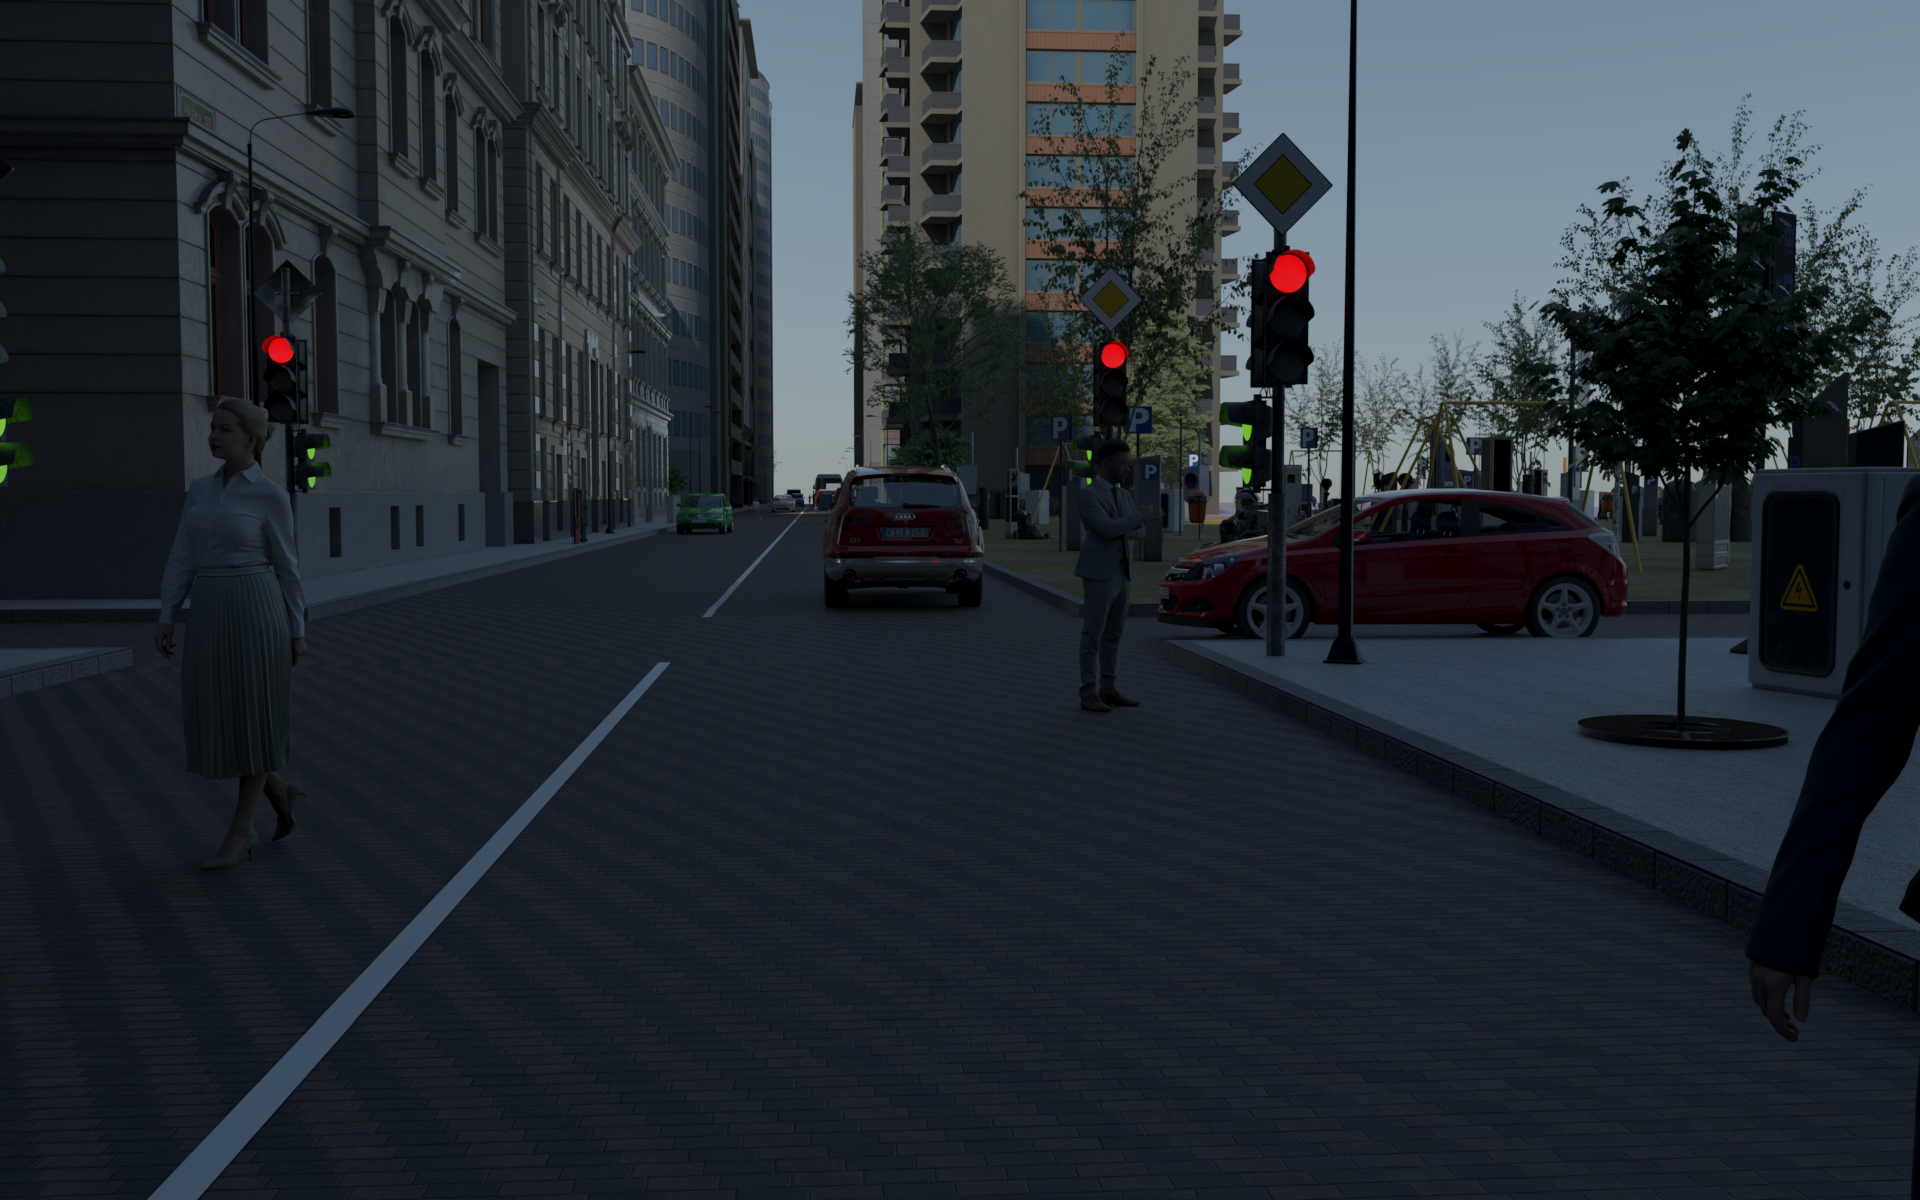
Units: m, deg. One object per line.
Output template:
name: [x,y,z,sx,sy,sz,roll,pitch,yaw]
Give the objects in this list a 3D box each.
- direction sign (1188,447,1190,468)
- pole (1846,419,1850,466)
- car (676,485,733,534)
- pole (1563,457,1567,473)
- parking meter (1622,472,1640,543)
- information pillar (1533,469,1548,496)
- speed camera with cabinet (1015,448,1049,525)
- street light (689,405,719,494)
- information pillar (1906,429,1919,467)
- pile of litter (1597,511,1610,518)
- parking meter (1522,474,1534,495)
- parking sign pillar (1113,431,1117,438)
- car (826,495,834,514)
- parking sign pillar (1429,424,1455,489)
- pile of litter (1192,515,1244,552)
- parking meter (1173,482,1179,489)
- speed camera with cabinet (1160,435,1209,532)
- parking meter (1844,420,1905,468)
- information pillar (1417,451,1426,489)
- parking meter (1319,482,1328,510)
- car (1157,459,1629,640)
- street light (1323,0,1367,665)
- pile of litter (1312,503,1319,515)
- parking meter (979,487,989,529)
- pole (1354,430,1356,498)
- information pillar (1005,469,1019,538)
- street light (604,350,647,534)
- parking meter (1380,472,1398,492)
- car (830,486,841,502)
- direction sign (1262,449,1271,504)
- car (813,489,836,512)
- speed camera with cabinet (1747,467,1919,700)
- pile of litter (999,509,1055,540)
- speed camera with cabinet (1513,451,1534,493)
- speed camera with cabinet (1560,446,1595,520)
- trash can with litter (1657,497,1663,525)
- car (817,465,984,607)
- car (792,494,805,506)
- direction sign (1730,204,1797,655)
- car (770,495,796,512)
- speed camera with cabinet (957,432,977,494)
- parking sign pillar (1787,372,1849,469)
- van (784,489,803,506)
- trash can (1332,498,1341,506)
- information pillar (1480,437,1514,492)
direction sign: [10.966,-5.572,83.104,0.379,3.537,0.876,0,4,3]
pole: [23.934,-3.242,46.846,0.158,3.312,0.155,0,3,0]
car: [-9.324,-3.339,63.391,1.959,1.807,4.718,0,4,-3]
pole: [33.440,-6.235,95.778,0.158,3.312,0.155,0,3,0]
parking meter: [17.670,-2.440,45.605,0.399,1.863,0.255,-1,4,-21]
information pillar: [17.257,-2.876,51.517,0.304,2.012,0.304,-3,4,-38]
speed camera with cabinet: [2.954,-4.833,73.352,0.660,3.252,2.038,-2,4,-34]
street light: [-13.587,-7.231,90.772,1.470,5.913,1.316,0,4,-5]
information pillar: [34.140,-4.324,62.058,0.504,3.616,0.183,0,4,-8]
pile of litter: [34.324,-4.749,91.616,1.719,0.858,1.176,-3,5,-43]
parking meter: [16.790,-2.784,51.234,0.255,1.863,0.399,2,4,32]
parking sign pillar: [6.141,-5.204,73.553,1.447,3.967,1.447,-3,4,-37]
car: [-7.970,-6.302,115.399,2.083,1.381,4.827,0,4,-5]
parking sign pillar: [18.584,-4.787,66.735,1.447,3.967,1.447,3,5,44]
pile of litter: [5.269,-1.313,35.440,1.176,0.858,1.719,2,4,35]
parking meter: [10.220,-4.640,81.569,0.399,1.863,0.255,2,4,25]
speed camera with cabinet: [7.387,-3.909,58.240,0.660,3.252,2.038,-3,5,-45]
parking meter: [7.274,-0.497,13.832,0.399,1.863,0.255,1,4,13]
information pillar: [25.295,-6.342,95.038,0.504,3.616,0.183,0,4,5]
parking meter: [18.245,-4.964,86.864,0.399,1.863,0.255,0,4,-4]
car: [4.172,-0.484,16.950,4.494,1.783,2.155,0,4,-3]
street light: [2.391,-2.473,12.973,1.470,5.913,1.316,0,4,-5]
pile of litter: [20.489,-5.152,98.206,1.719,0.858,1.176,3,4,39]
parking meter: [0.873,-3.343,63.072,0.372,1.533,0.369,0,3,0]
pole: [12.576,-3.772,55.523,0.158,3.312,0.155,0,3,0]
information pillar: [1.530,-2.851,51.099,0.304,2.012,0.304,-2,4,-31]
street light: [-10.784,-5.095,55.840,1.470,5.913,1.316,0,4,-5]
parking meter: [11.278,-2.437,45.557,0.255,1.863,0.399,-3,4,-37]
car: [-5.129,-4.502,82.283,2.281,1.827,5.304,0,4,-5]
direction sign: [15.298,-5.832,87.353,0.379,3.537,0.876,-3,5,-45]
car: [-10.479,-7.859,137.163,2.281,1.827,5.304,0,4,-6]
speed camera with cabinet: [5.778,-0.991,10.534,0.660,3.252,2.038,-1,4,-17]
pile of litter: [1.914,-2.154,49.184,1.176,0.858,1.719,-3,5,-39]
speed camera with cabinet: [26.008,-5.212,79.547,2.038,3.252,0.660,-3,5,-42]
speed camera with cabinet: [25.614,-4.740,71.842,2.038,3.252,0.660,-3,5,-45]
trash can with litter: [29.307,-3.741,72.548,0.624,1.170,1.055,3,5,43]
car: [-0.819,-0.910,23.560,2.281,1.827,5.304,0,4,-3]
car: [-18.967,-11.744,201.604,1.945,1.707,3.694,0,4,-6]
direction sign: [6.418,-1.338,13.869,0.876,3.537,0.379,-3,4,-38]
car: [-14.017,-7.644,137.339,2.083,1.381,4.827,0,4,-5]
speed camera with cabinet: [0.124,-3.770,55.975,0.660,3.252,2.038,0,4,-6]
parking sign pillar: [18.900,-3.042,38.205,1.447,3.967,1.447,-1,4,-21]
van: [-19.868,-12.396,207.060,2.240,2.365,5.245,0,4,-6]
trash can: [12.917,-2.863,58.467,0.748,1.137,0.748,0,3,0]
information pillar: [6.903,-1.090,22.314,0.304,2.012,0.304,-1,4,-9]
